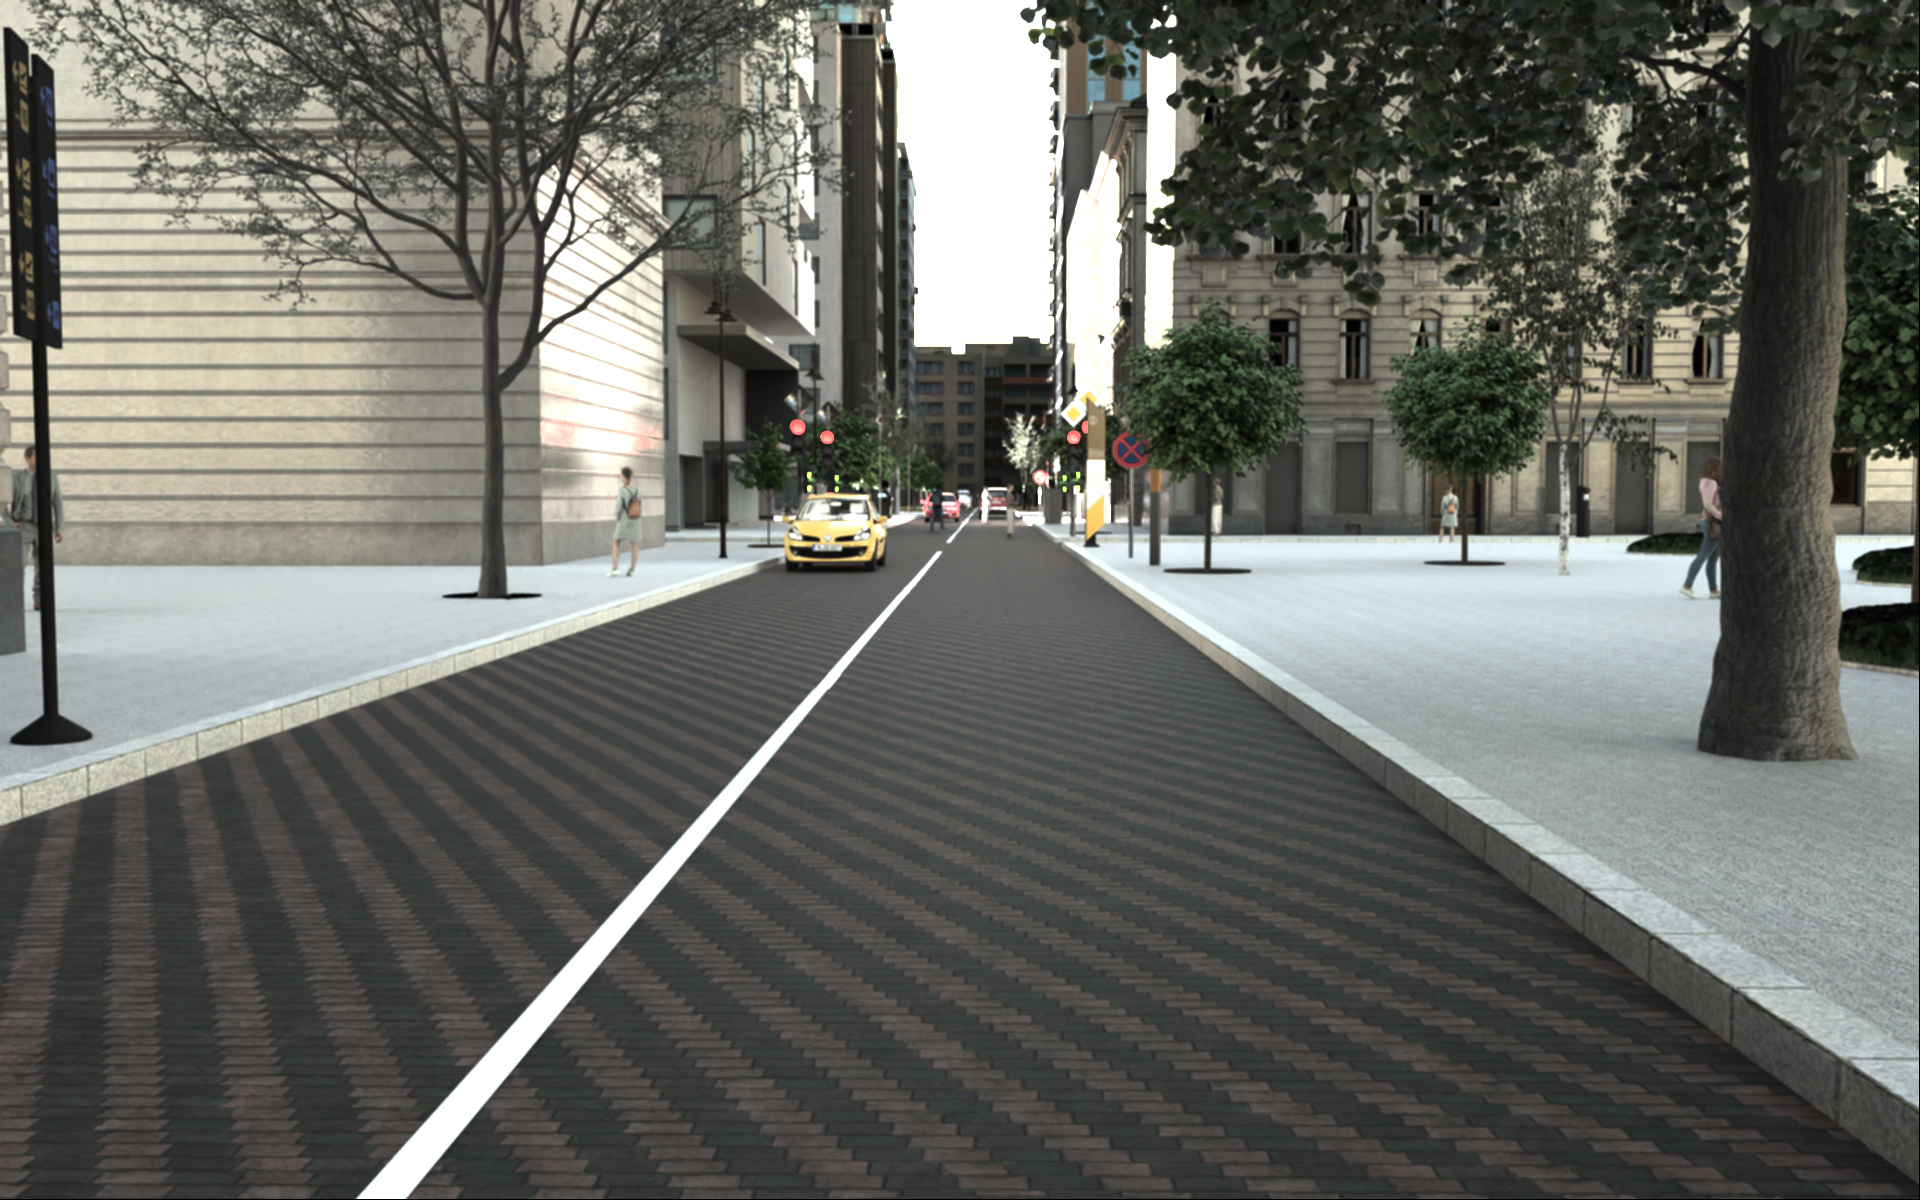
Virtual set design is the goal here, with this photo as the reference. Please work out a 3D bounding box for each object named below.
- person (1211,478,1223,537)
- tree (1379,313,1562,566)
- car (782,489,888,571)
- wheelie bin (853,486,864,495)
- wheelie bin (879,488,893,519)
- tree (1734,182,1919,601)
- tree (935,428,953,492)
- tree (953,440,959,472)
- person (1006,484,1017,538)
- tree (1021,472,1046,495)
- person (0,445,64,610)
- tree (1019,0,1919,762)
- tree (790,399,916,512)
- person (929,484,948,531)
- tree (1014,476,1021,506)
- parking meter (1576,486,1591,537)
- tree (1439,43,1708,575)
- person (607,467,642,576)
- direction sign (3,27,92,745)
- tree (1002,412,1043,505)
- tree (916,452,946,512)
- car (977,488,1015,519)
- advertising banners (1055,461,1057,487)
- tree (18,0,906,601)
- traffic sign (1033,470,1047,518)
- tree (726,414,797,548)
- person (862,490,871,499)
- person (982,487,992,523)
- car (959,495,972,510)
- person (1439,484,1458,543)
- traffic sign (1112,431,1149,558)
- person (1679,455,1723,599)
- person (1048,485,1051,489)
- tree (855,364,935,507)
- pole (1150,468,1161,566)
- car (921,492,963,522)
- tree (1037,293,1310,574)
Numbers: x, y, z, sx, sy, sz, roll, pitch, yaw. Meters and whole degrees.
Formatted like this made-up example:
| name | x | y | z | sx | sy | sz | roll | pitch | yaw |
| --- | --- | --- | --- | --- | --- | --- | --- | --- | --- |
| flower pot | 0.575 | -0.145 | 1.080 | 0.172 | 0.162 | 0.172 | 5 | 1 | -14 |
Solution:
| name | x | y | z | sx | sy | sz | roll | pitch | yaw |
| --- | --- | --- | --- | --- | --- | --- | --- | --- | --- |
| person | 7.738 | -2.800 | 52.377 | 0.362 | 1.759 | 0.519 | 2 | 4 | 31 |
| tree | 9.330 | -2.934 | 31.684 | 4.285 | 4.588 | 4.351 | 0 | 3 | 0 |
| car | -2.363 | -1.416 | 33.381 | 2.015 | 1.641 | 3.980 | 0 | 4 | 1 |
| wheelie bin | -4.109 | -3.901 | 71.697 | 0.693 | 1.594 | 0.980 | -1 | 4 | -9 |
| wheelie bin | -3.777 | -4.915 | 88.265 | 0.693 | 1.594 | 0.980 | 0 | 4 | 5 |
| tree | 9.465 | -2.028 | 16.872 | 4.285 | 4.588 | 4.351 | 0 | 3 | 0 |
| tree | -3.856 | -13.164 | 165.589 | 4.360 | 8.622 | 3.978 | 0 | 3 | 0 |
| tree | -2.222 | -14.241 | 183.200 | 4.360 | 8.622 | 3.978 | 0 | 3 | 0 |
| person | 1.678 | -2.921 | 56.811 | 0.362 | 1.759 | 0.519 | 0 | 3 | 0 |
| tree | 5.997 | -8.256 | 129.592 | 1.663 | 3.219 | 1.824 | 0 | 3 | 0 |
| person | -10.170 | -0.785 | 18.981 | 0.391 | 1.810 | 0.635 | 3 | 5 | 42 |
| tree | 4.147 | -6.214 | 8.261 | 9.857 | 13.997 | 8.962 | 0 | 3 | 0 |
| tree | -4.208 | -4.681 | 60.243 | 4.285 | 4.588 | 4.351 | 0 | 3 | 0 |
| person | -0.856 | -3.527 | 66.148 | 0.713 | 1.824 | 0.794 | -2 | 4 | -26 |
| tree | 6.419 | -11.651 | 185.099 | 1.663 | 3.219 | 1.824 | 0 | 3 | 0 |
| parking meter | 18.533 | -2.634 | 51.484 | 0.372 | 1.533 | 0.369 | 0 | 3 | 0 |
| tree | 9.518 | -4.685 | 26.963 | 4.360 | 8.622 | 3.978 | 0 | 3 | 0 |
| person | -5.177 | -1.222 | 27.019 | 0.522 | 1.701 | 0.512 | 3 | 5 | 41 |
| direction sign | -4.732 | -1.035 | 8.917 | 0.379 | 3.537 | 0.876 | -1 | 4 | -15 |
| tree | 5.760 | -12.462 | 154.109 | 4.360 | 8.622 | 3.978 | 0 | 3 | 0 |
| tree | -3.346 | -8.634 | 124.872 | 4.285 | 4.588 | 4.351 | 0 | 3 | 0 |
| car | 2.120 | -5.699 | 101.853 | 2.281 | 1.827 | 5.304 | 0 | 4 | 1 |
| advertising banners | 4.593 | -5.279 | 82.494 | 0.090 | 3.025 | 2.074 | 0 | 4 | 3 |
| tree | -5.682 | -6.776 | 21.159 | 12.009 | 13.543 | 11.850 | 0 | 3 | 0 |
| traffic sign | 4.217 | -5.563 | 91.062 | 0.768 | 2.556 | 0.104 | 0 | 4 | 2 |
| tree | -4.630 | -2.899 | 42.004 | 1.663 | 3.219 | 1.824 | 0 | 3 | 0 |
| person | -2.024 | -1.543 | 36.319 | 0.503 | 1.515 | 0.523 | 2 | 4 | 24 |
| person | 1.348 | -4.645 | 84.633 | 0.466 | 1.800 | 0.511 | -3 | 5 | -40 |
| car | 0.076 | -8.973 | 159.073 | 2.083 | 1.381 | 4.827 | 0 | 4 | -1 |
| person | 13.188 | -2.276 | 46.710 | 0.512 | 1.701 | 0.522 | 0 | 4 | -4 |
| traffic sign | 3.437 | -2.119 | 34.747 | 0.768 | 2.556 | 0.104 | 0 | 4 | 6 |
| person | 9.120 | -0.888 | 21.151 | 0.643 | 1.750 | 0.593 | 1 | 4 | 13 |
| person | 5.156 | -5.692 | 99.196 | 0.778 | 1.811 | 0.616 | -2 | 4 | -26 |
| tree | -3.794 | -9.030 | 98.006 | 4.360 | 8.622 | 3.978 | 0 | 3 | 0 |
| pole | 3.508 | -2.277 | 31.072 | 0.158 | 3.312 | 0.155 | 0 | 3 | 0 |
| car | -0.924 | -4.927 | 89.597 | 2.155 | 1.783 | 4.494 | 0 | 4 | 0 |
| tree | 4.000 | -2.736 | 28.453 | 4.285 | 4.588 | 4.351 | 0 | 3 | 0 |
